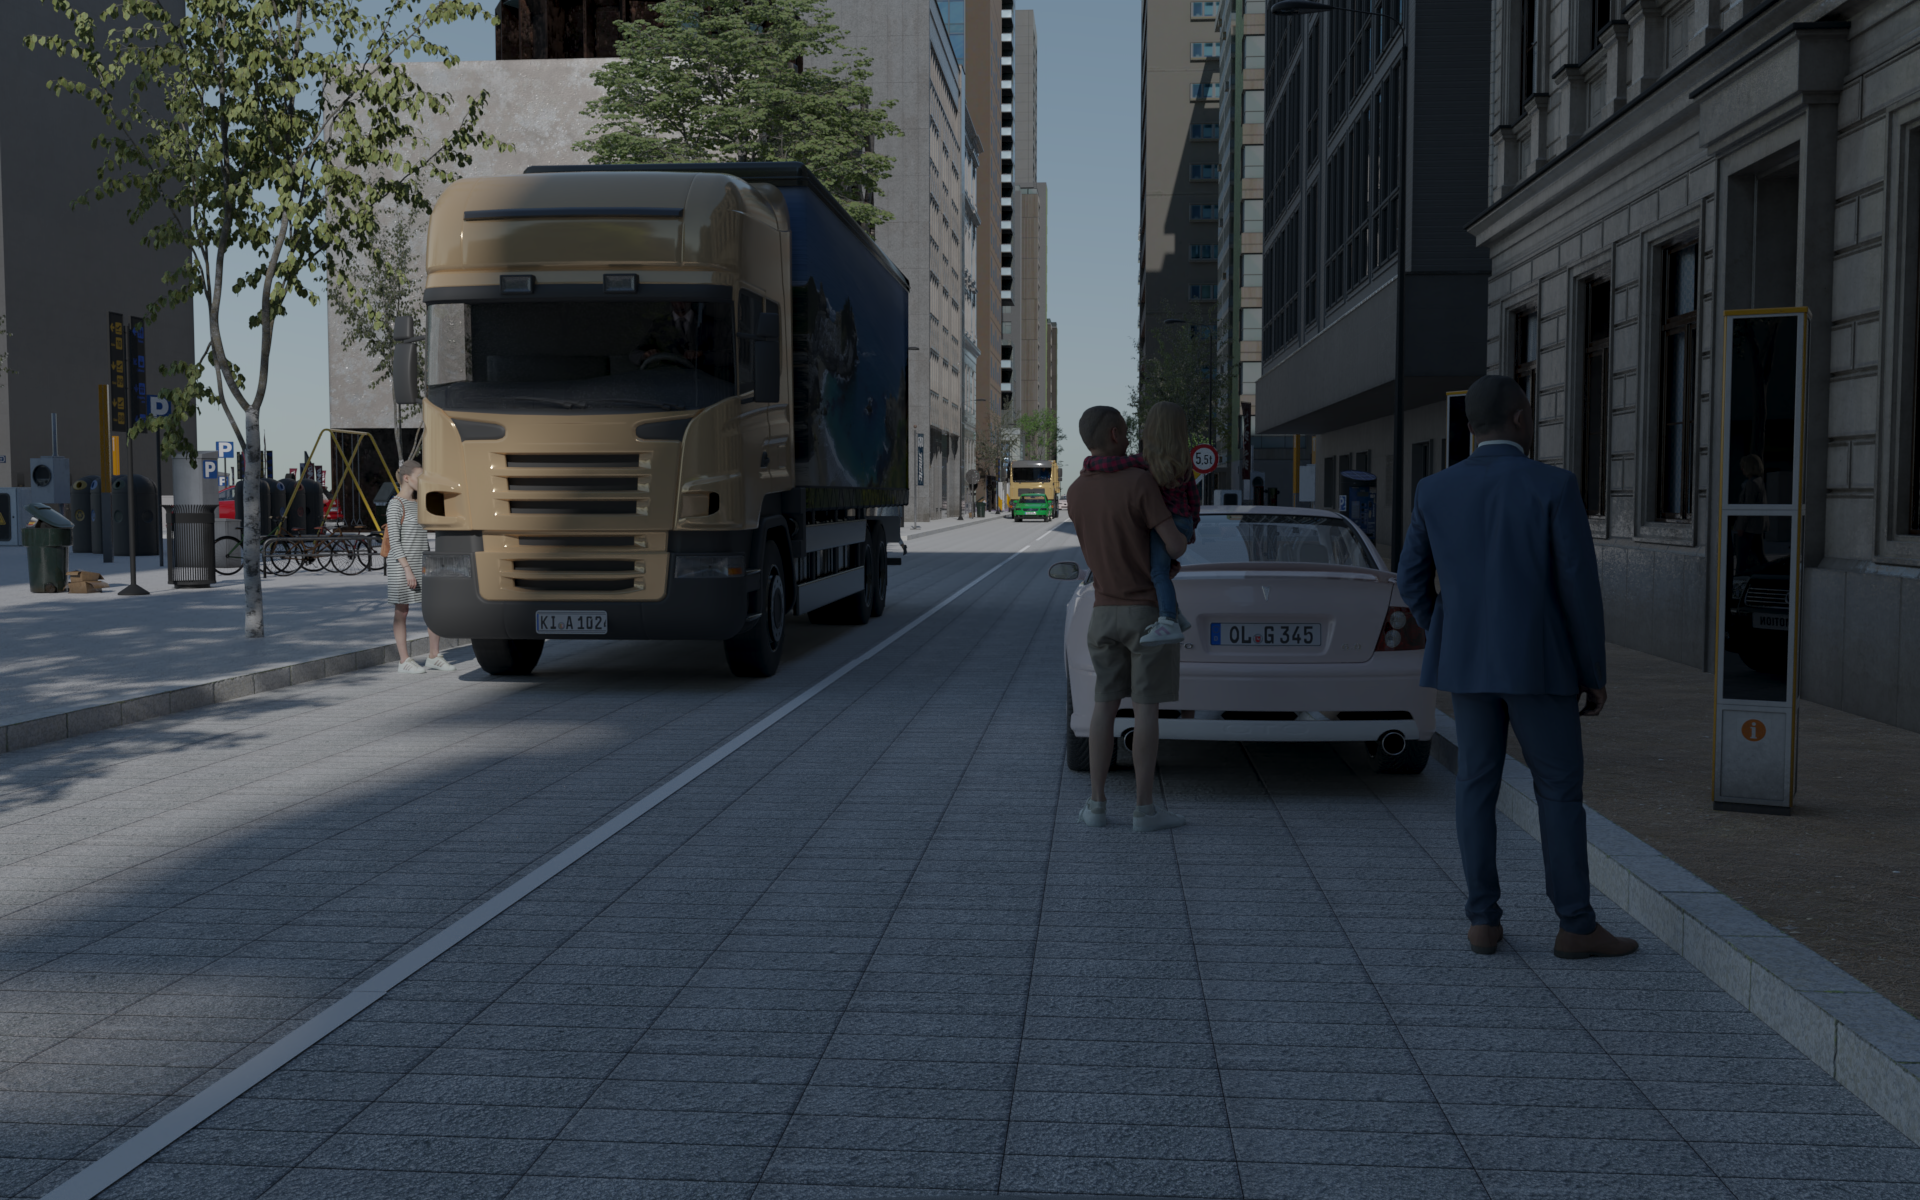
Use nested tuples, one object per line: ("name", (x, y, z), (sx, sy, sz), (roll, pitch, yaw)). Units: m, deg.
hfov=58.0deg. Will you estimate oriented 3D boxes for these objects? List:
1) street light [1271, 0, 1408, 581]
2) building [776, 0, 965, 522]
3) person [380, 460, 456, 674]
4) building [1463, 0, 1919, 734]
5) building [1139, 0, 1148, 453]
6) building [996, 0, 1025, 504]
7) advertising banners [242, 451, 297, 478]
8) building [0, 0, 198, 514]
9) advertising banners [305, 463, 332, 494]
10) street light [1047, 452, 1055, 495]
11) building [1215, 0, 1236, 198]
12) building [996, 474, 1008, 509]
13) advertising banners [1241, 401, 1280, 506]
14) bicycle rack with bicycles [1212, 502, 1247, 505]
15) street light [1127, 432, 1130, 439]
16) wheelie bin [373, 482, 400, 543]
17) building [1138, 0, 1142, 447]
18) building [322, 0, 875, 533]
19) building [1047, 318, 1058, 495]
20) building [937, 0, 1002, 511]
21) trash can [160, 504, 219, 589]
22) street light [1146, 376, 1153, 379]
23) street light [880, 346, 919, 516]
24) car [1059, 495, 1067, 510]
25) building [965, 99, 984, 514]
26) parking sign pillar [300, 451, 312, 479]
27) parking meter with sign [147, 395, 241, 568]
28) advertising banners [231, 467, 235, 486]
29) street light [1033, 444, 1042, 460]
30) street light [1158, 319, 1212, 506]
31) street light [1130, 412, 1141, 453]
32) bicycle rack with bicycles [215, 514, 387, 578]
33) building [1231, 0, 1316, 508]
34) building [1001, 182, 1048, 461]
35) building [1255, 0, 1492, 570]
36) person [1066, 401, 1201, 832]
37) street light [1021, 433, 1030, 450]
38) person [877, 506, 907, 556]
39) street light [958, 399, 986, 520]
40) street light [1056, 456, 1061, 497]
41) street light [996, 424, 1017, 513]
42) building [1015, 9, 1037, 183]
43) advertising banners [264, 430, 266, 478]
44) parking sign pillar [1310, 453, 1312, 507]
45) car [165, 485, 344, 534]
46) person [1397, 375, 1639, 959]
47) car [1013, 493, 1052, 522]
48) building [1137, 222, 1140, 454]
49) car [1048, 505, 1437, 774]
("street light", (3.627, -2.684, 16.424), (1.470, 5.913, 1.316), (0, 4, 5))
("building", (-6.544, -16.541, 88.464), (12.078, 24.808, 19.932), (0, 4, 5))
("person", (-4.394, -0.267, 13.870), (0.522, 1.701, 0.512), (1, 4, 13))
("building", (10.025, -8.934, 10.700), (10.561, 19.102, 19.286), (0, 4, 5))
("building", (25.587, -31.616, 140.619), (21.300, 48.544, 21.600), (0, 4, 5))
("building", (-3.965, -53.230, 182.974), (22.319, 86.520, 31.000), (0, 4, 5))
("advertising banners", (-26.558, -4.317, 66.776), (2.074, 3.025, 0.090), (-1, 4, -11))
("building", (-44.393, -16.663, 65.953), (24.014, 27.812, 14.314), (0, 4, 5))
("advertising banners", (-35.644, -6.174, 97.129), (2.074, 3.025, 0.090), (-2, 4, -35))
("street light", (9.418, -13.358, 190.937), (1.470, 5.913, 1.316), (0, 4, 5))
("building", (29.961, -25.886, 115.122), (32.217, 40.220, 23.993), (0, 4, 5))
("building", (-11.401, -28.442, 156.905), (32.217, 40.220, 23.993), (0, 4, 5))
("advertising banners", (5.806, -2.287, 33.574), (0.090, 3.025, 2.074), (2, 4, 31))
("bicycle rack with bicycles", (11.528, -3.738, 74.506), (2.925, 0.926, 2.852), (-2, 4, -27))
("street light", (13.070, -9.566, 128.947), (1.470, 5.913, 1.316), (0, 4, 5))
("wheelie bin", (-14.931, -2.295, 45.429), (0.980, 1.594, 0.693), (3, 4, 37))
("building", (30.019, -39.484, 187.566), (21.231, 58.520, 28.212), (0, 4, 5))
("building", (-11.763, -12.045, 64.393), (16.820, 18.784, 16.811), (0, 4, 5))
("building", (8.561, -31.121, 280.530), (14.160, 30.474, 14.107), (0, 4, 5))
("building", (-4.042, -29.780, 137.008), (14.600, 45.320, 14.200), (0, 4, 5))
("trash can", (-10.483, -0.732, 23.615), (0.748, 1.137, 0.748), (0, 3, 0))
("street light", (8.029, -5.865, 68.435), (1.470, 5.913, 1.316), (0, 4, 5))
("street light", (-1.972, -5.023, 54.668), (1.470, 5.913, 1.316), (0, 4, 5))
("car", (9.621, -8.651, 153.810), (2.083, 1.381, 4.827), (0, 4, 6))
("building", (-5.842, -19.721, 108.343), (13.634, 28.700, 20.117), (0, 4, 5))
("parking sign pillar", (-40.606, -7.289, 107.649), (1.447, 3.967, 1.447), (-3, 4, -36))
("parking meter with sign", (-13.376, -2.081, 30.289), (1.738, 3.016, 0.543), (1, 4, 22))
("advertising banners", (-46.301, -7.026, 111.061), (0.090, 3.025, 2.074), (0, 4, 0))
("street light", (6.973, -11.532, 161.081), (1.470, 5.913, 1.316), (0, 4, 5))
("street light", (6.114, -4.499, 46.093), (1.470, 5.913, 1.316), (0, 4, 5))
("street light", (10.547, -7.707, 98.543), (1.470, 5.913, 1.316), (0, 4, 5))
("bicycle rack with bicycles", (-10.387, -0.867, 27.562), (2.925, 0.926, 2.852), (-2, 4, -25))
("building", (20.775, -24.674, 87.022), (14.154, 41.232, 14.086), (0, 4, 5))
("building", (3.885, -32.891, 221.355), (14.154, 41.232, 14.086), (0, 4, 5))
("building", (13.673, -14.575, 31.816), (14.314, 27.812, 24.014), (0, 4, 5))
("person", (0.767, 0.061, 7.470), (0.580, 1.828, 0.573), (0, 4, -7))
("street light", (4.467, -9.710, 131.305), (1.470, 5.913, 1.316), (0, 4, 5))
("person", (-1.557, -1.914, 39.675), (0.818, 1.842, 0.514), (3, 5, 42))
("street light", (0.567, -6.843, 84.423), (1.470, 5.913, 1.316), (0, 4, 5))
("street light", (11.387, -14.757, 213.812), (1.470, 5.913, 1.316), (0, 4, 5))
("street light", (3.030, -8.658, 114.094), (1.470, 5.913, 1.316), (0, 4, 5))
("building", (3.443, -50.402, 262.327), (20.563, 71.187, 20.611), (0, 4, 5))
("advertising banners", (-19.129, -3.154, 47.757), (0.090, 3.025, 2.074), (-1, 4, -20))
("parking sign pillar", (16.625, -5.529, 78.878), (1.447, 3.967, 1.447), (3, 4, 38))
("car", (-21.743, -2.731, 53.320), (5.304, 1.827, 2.281), (0, 4, 4))
("person", (1.730, 0.201, 5.404), (0.721, 1.800, 0.419), (2, 4, 29))
("car", (3.763, -4.899, 88.895), (1.959, 1.807, 4.718), (0, 4, 6))
("building", (38.967, -39.804, 270.402), (23.786, 49.044, 30.456), (0, 4, 5))
("car", (1.556, 0.127, 10.285), (2.083, 1.381, 4.827), (0, 4, 4))
